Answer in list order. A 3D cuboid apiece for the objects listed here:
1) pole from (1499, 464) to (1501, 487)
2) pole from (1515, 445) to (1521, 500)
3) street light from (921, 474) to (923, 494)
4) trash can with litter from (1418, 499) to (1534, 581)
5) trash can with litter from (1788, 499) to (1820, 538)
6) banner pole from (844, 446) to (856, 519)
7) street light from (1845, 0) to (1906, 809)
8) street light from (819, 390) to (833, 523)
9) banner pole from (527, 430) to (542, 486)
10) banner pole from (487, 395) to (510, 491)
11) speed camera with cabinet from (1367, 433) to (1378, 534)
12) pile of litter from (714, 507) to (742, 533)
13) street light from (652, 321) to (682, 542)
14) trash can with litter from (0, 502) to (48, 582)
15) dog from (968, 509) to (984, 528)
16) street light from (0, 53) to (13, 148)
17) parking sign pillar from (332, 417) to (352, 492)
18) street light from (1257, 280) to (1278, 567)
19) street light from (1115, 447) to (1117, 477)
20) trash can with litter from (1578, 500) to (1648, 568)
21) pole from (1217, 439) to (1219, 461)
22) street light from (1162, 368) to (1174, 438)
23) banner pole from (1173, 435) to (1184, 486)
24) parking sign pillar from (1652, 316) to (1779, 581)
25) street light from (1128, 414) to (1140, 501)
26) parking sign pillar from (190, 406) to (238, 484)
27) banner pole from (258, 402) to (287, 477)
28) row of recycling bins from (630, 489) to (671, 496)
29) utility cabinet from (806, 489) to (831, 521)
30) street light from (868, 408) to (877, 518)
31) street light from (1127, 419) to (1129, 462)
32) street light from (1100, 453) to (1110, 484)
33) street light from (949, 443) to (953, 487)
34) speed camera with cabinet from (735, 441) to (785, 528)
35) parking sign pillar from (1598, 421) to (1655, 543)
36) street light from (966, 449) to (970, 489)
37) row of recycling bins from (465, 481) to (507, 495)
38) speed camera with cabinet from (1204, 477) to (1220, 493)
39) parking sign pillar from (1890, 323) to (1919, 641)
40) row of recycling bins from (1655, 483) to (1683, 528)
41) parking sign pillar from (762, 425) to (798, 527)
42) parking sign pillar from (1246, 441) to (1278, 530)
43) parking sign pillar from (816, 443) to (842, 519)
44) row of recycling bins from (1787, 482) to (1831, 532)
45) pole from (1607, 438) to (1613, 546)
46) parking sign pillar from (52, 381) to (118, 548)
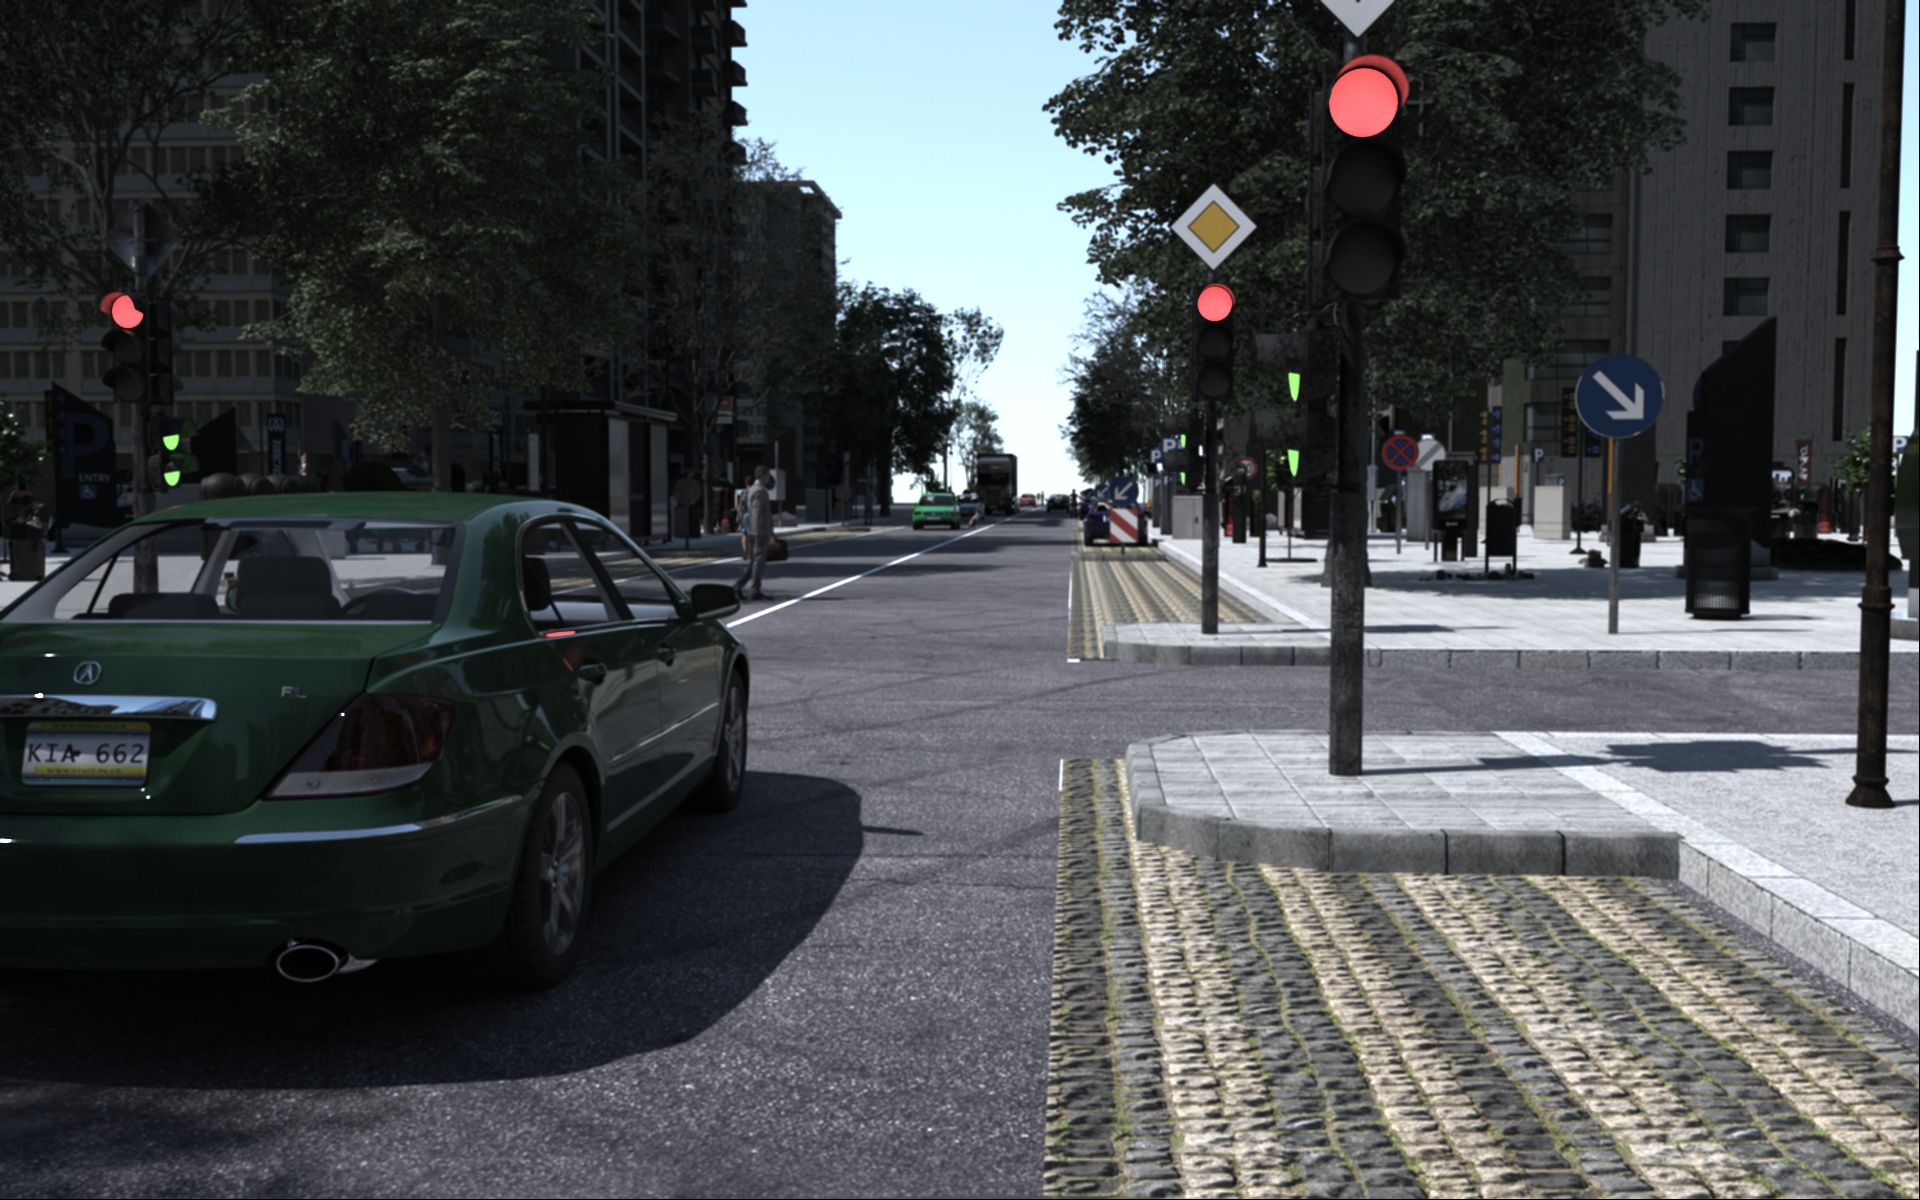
[{"bbox_3d":[27.978,-5.858,89.627,0.158,3.312,0.155,0,3,0],"label":"pole"},{"bbox_3d":[23.125,-4.770,71.839,0.158,3.312,0.155,0,3,0],"label":"pole"},{"bbox_3d":[-2.703,-9.215,123.456,0.468,5.910,1.993,0,4,4],"label":"street light"},{"bbox_3d":[7.804,-0.928,26.236,2.233,1.210,1.678,-1,4,-19],"label":"trash can with litter"},{"bbox_3d":[18.509,-1.629,38.016,0.624,1.170,1.055,2,4,24],"label":"trash can with litter"},{"bbox_3d":[-5.718,-6.065,89.181,0.401,3.779,0.863,3,4,37],"label":"banner pole"},{"bbox_3d":[3.754,-2.090,6.966,0.468,5.910,1.993,0,4,4],"label":"street light"},{"bbox_3d":[-5.851,-6.316,76.046,0.468,5.910,1.993,0,4,4],"label":"street light"},{"bbox_3d":[-16.597,-4.749,67.670,0.863,3.779,0.401,-1,4,-22],"label":"banner pole"},{"bbox_3d":[-11.613,-3.294,43.872,0.401,3.779,0.863,2,4,34],"label":"banner pole"},{"bbox_3d":[13.418,-3.832,56.983,0.660,3.252,2.038,1,4,15],"label":"speed camera with cabinet"},{"bbox_3d":[-7.751,-2.659,57.440,1.176,0.858,1.719,0,4,-8],"label":"pile of litter"},{"bbox_3d":[-7.819,-4.501,46.385,0.468,5.910,1.993,0,4,4],"label":"street light"},{"bbox_3d":[-13.999,-0.861,25.460,1.055,1.170,0.624,-1,4,-13],"label":"trash can with litter"},{"bbox_3d":[0.579,-3.477,73.679,0.513,0.831,0.800,-3,4,-38],"label":"dog"},{"bbox_3d":[-9.836,-2.693,16.819,0.468,5.910,1.993,0,4,4],"label":"street light"},{"bbox_3d":[-21.760,-4.463,61.435,1.447,3.967,1.447,0,4,4],"label":"parking sign pillar"},{"bbox_3d":[5.323,-3.518,30.307,0.468,5.910,1.993,0,4,4],"label":"street light"},{"bbox_3d":[12.413,-10.046,137.037,0.468,5.910,1.993,0,4,4],"label":"street light"},{"bbox_3d":[11.354,-1.145,30.113,1.055,1.170,0.624,0,4,5],"label":"trash can with litter"},{"bbox_3d":[9.550,-4.336,64.742,0.158,3.312,0.155,0,3,0],"label":"pole"},{"bbox_3d":[7.215,-5.327,59.882,0.468,5.910,1.993,0,4,4],"label":"street light"},{"bbox_3d":[8.286,-4.633,65.770,0.401,3.779,0.863,-2,4,-35],"label":"banner pole"},{"bbox_3d":[11.659,-2.310,26.235,1.447,3.967,1.447,-1,4,-20],"label":"parking sign pillar"},{"bbox_3d":[9.192,-7.187,90.295,0.468,5.910,1.993,0,4,4],"label":"street light"},{"bbox_3d":[-22.760,-3.939,52.876,1.447,3.967,1.447,-1,4,-20],"label":"parking sign pillar"},{"bbox_3d":[-18.754,-3.495,47.155,0.863,3.779,0.401,-2,4,-28],"label":"banner pole"},{"bbox_3d":[-11.074,-3.292,60.938,1.069,1.692,3.534,1,4,9],"label":"row of recycling bins"},{"bbox_3d":[-6.647,-4.444,81.341,1.173,1.500,0.318,0,4,6],"label":"utility cabinet"},{"bbox_3d":[-4.763,-7.365,93.208,0.468,5.910,1.993,0,4,4],"label":"street light"},{"bbox_3d":[10.386,-8.196,106.793,0.468,5.910,1.993,0,4,4],"label":"street light"},{"bbox_3d":[15.926,-13.287,190.036,0.468,5.910,1.993,0,4,4],"label":"street light"},{"bbox_3d":[-0.781,-11.024,153.029,0.468,5.910,1.993,0,4,4],"label":"street light"},{"bbox_3d":[-7.558,-4.345,65.380,2.038,3.252,0.660,2,4,33],"label":"speed camera with cabinet"},{"bbox_3d":[17.798,-3.523,46.075,1.447,3.967,1.447,2,4,25],"label":"parking sign pillar"},{"bbox_3d":[0.771,-12.439,176.169,0.468,5.910,1.993,0,4,4],"label":"street light"},{"bbox_3d":[-15.492,-2.928,54.982,3.534,1.692,1.069,3,4,38],"label":"row of recycling bins"},{"bbox_3d":[12.961,-5.637,86.507,0.660,3.252,2.038,-2,4,-25],"label":"speed camera with cabinet"},{"bbox_3d":[8.959,-1.644,15.352,1.447,3.967,1.447,-3,4,-38],"label":"parking sign pillar"},{"bbox_3d":[26.557,-3.570,65.484,1.069,1.692,3.534,2,4,33],"label":"row of recycling bins"},{"bbox_3d":[-7.093,-4.858,67.904,1.447,3.967,1.447,0,4,0],"label":"parking sign pillar"},{"bbox_3d":[10.866,-4.482,61.746,1.447,3.967,1.447,2,4,23],"label":"parking sign pillar"},{"bbox_3d":[-6.870,-6.264,90.892,1.447,3.967,1.447,1,4,9],"label":"parking sign pillar"},{"bbox_3d":[27.898,-3.194,59.340,3.534,1.692,1.069,1,4,20],"label":"row of recycling bins"},{"bbox_3d":[16.037,-2.983,42.613,0.158,3.312,0.155,0,3,0],"label":"pole"},{"bbox_3d":[-21.114,-3.263,41.819,1.447,3.967,1.447,-2,4,-34],"label":"parking sign pillar"}]
